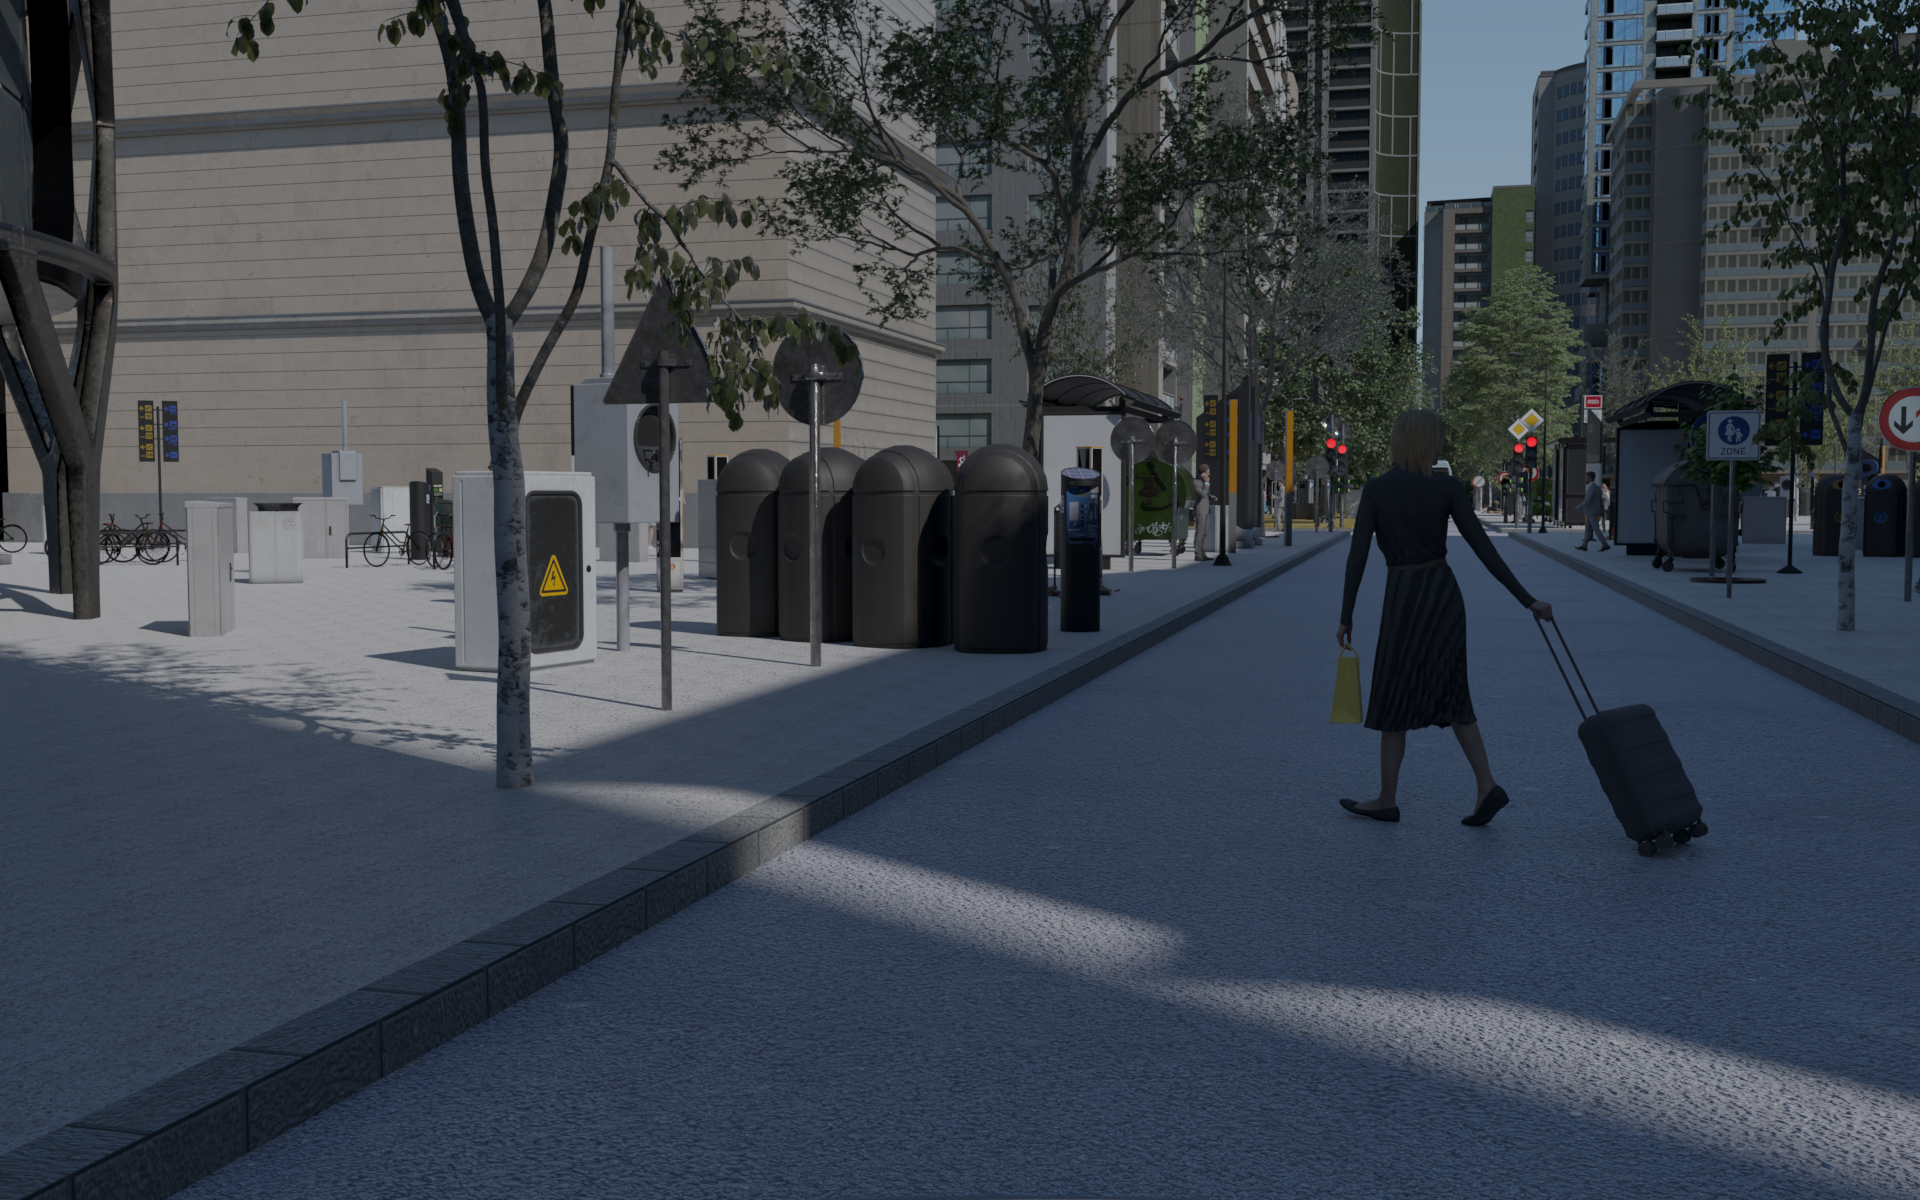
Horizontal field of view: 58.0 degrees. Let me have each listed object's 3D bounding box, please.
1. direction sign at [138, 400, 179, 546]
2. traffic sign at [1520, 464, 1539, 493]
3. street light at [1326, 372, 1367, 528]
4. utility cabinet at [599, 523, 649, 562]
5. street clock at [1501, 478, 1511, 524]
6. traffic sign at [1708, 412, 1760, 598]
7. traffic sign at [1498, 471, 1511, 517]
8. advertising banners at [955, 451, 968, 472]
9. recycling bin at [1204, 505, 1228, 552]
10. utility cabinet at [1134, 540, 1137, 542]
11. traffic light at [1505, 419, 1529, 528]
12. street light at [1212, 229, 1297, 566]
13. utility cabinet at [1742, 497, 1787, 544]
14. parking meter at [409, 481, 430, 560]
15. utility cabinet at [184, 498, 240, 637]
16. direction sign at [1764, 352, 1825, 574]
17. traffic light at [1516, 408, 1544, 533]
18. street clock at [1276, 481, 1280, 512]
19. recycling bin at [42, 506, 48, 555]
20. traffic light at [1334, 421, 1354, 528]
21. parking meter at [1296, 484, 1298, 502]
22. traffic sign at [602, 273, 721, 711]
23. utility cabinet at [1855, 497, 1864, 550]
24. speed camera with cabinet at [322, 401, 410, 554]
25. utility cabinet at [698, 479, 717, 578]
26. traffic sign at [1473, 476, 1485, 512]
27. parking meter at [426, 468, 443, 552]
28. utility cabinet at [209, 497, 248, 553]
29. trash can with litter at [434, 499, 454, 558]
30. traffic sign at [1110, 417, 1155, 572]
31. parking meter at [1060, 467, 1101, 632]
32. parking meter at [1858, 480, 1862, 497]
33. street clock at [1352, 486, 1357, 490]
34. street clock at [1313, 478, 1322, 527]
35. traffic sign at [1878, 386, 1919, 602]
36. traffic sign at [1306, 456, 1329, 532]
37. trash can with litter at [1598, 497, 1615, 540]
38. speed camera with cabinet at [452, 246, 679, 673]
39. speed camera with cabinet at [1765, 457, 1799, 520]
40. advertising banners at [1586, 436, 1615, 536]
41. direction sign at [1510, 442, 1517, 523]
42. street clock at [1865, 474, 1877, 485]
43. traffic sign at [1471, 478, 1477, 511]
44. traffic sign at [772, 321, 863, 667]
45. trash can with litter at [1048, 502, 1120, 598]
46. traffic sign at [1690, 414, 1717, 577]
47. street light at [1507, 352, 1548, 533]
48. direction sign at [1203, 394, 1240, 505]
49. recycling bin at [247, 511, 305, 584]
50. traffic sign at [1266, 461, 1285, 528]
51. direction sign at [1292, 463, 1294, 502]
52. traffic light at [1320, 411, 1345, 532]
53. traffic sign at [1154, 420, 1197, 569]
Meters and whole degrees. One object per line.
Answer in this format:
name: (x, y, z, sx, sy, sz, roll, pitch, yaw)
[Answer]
direction sign: (-19.416, -3.059, 42.012, 0.876, 3.537, 0.379, -1, 4, -23)
traffic sign: (23.361, -4.342, 71.094, 0.768, 2.556, 0.104, 1, 4, 23)
street light: (14.739, -5.718, 66.024, 1.470, 5.913, 1.316, 1, 4, 15)
utility cabinet: (-6.378, -1.324, 32.811, 1.020, 1.237, 0.306, 2, 4, 32)
street clock: (23.668, -4.312, 75.067, 0.471, 2.002, 0.358, 1, 4, 18)
traffic sign: (9.485, -1.172, 21.294, 0.606, 2.300, 0.079, 1, 4, 17)
traffic sign: (30.355, -5.897, 96.526, 0.768, 2.556, 0.104, 2, 4, 24)
advertising banners: (0.828, -4.498, 69.722, 2.074, 3.025, 0.090, 0, 4, 7)
recycling bin: (5.701, -1.581, 38.399, 0.722, 1.027, 0.722, 1, 4, 11)
utility cabinet: (4.155, -2.260, 45.633, 1.173, 1.500, 0.318, -3, 5, -40)
traffic light: (20.771, -4.625, 64.540, 0.839, 4.253, 0.868, 1, 4, 15)
street light: (5.219, -3.557, 30.691, 1.470, 5.913, 1.316, 1, 4, 15)
utility cabinet: (20.806, -2.057, 44.795, 1.020, 1.237, 0.306, 2, 4, 28)
parking meter: (-10.531, -1.550, 33.756, 0.372, 1.533, 0.369, 0, 3, 0)
utility cabinet: (-6.915, -0.297, 16.012, 0.306, 1.237, 1.020, -1, 4, -16)
direction sign: (13.412, -2.196, 27.895, 0.876, 3.537, 0.379, 3, 5, 42)
traffic light: (18.702, -4.153, 56.826, 0.839, 4.253, 0.868, 1, 4, 15)
street clock: (18.164, -5.759, 98.726, 0.358, 2.002, 0.471, -3, 5, -43)
recycling bin: (-19.263, -1.504, 37.141, 0.722, 1.027, 0.722, -2, 4, -29)
traffic light: (14.622, -4.724, 66.166, 0.839, 4.253, 0.868, 1, 4, 15)
parking meter: (19.555, -5.739, 99.535, 0.399, 1.863, 0.255, 2, 4, 34)
traffic sign: (-1.739, -0.624, 10.201, 0.884, 2.594, 0.081, 1, 4, 23)
utility cabinet: (21.113, -1.750, 39.774, 1.020, 1.237, 0.306, 2, 4, 24)
speed camera with cabinet: (-12.656, -2.632, 37.365, 2.038, 3.252, 0.660, -3, 5, -42)
utility cabinet: (-3.577, -1.064, 26.077, 0.318, 1.500, 1.173, -2, 4, -30)
traffic sign: (36.720, -7.491, 122.584, 0.768, 2.556, 0.104, 1, 4, 16)
parking meter: (-11.706, -2.013, 38.621, 0.255, 1.863, 0.399, -3, 5, -40)
utility cabinet: (-15.963, -1.632, 37.840, 1.020, 1.237, 0.306, 3, 4, 36)
trash can with litter: (-10.295, -1.458, 35.233, 0.624, 1.170, 1.055, -2, 4, -35)
traffic sign: (2.831, -1.743, 28.606, 0.768, 2.556, 0.104, 1, 4, 23)
parking meter: (1.126, -0.475, 16.185, 0.372, 1.533, 0.369, 0, 3, 0)
parking meter: (34.161, -3.691, 66.065, 0.255, 1.863, 0.399, 0, 4, -6)
street clock: (22.358, -5.725, 98.170, 0.471, 2.002, 0.358, -2, 4, -27)
street clock: (13.948, -3.855, 67.591, 0.358, 2.002, 0.471, 1, 4, 8)
traffic sign: (11.323, -1.254, 20.616, 0.768, 2.556, 0.104, 1, 4, 21)
traffic sign: (11.927, -3.533, 57.862, 0.768, 2.556, 0.104, 1, 4, 15)
trash can with litter: (18.792, -2.303, 48.718, 2.233, 1.210, 1.678, -2, 4, -33)
speed camera with cabinet: (-2.964, -1.156, 13.238, 0.660, 3.252, 2.038, 2, 4, 27)
speed camera with cabinet: (39.906, -5.536, 84.843, 0.660, 3.252, 2.038, -3, 5, -44)
advertising banners: (19.588, -3.379, 51.436, 2.074, 3.025, 0.090, 3, 4, 39)
direction sign: (24.273, -5.123, 75.760, 0.379, 3.537, 0.876, 1, 4, 10)
street clock: (32.645, -3.512, 61.987, 0.471, 2.002, 0.358, 1, 4, 9)
traffic sign: (38.617, -7.914, 129.495, 0.768, 2.556, 0.104, 1, 4, 22)
traffic sign: (-1.075, -0.778, 12.827, 0.768, 2.556, 0.104, 2, 4, 24)
trash can with litter: (1.058, -0.678, 22.149, 2.233, 1.210, 1.678, 0, 4, -6)
traffic sign: (11.702, -1.637, 26.874, 0.768, 2.556, 0.104, 1, 4, 17)
street light: (18.590, -5.150, 56.748, 1.470, 5.913, 1.316, 1, 4, 15)
direction sign: (5.954, -2.905, 39.499, 0.876, 3.537, 0.379, 2, 4, 32)
recycling bin: (-9.900, -0.767, 25.091, 0.722, 1.027, 0.722, -1, 4, -19)
traffic sign: (12.013, -4.029, 65.978, 0.768, 2.556, 0.104, 1, 4, 19)
direction sign: (21.971, -7.496, 114.558, 0.379, 3.537, 0.876, 2, 4, 27)
traffic light: (12.553, -4.253, 58.453, 0.839, 4.253, 0.868, 1, 4, 15)
traffic sign: (3.683, -1.813, 29.756, 0.768, 2.556, 0.104, 1, 4, 22)
